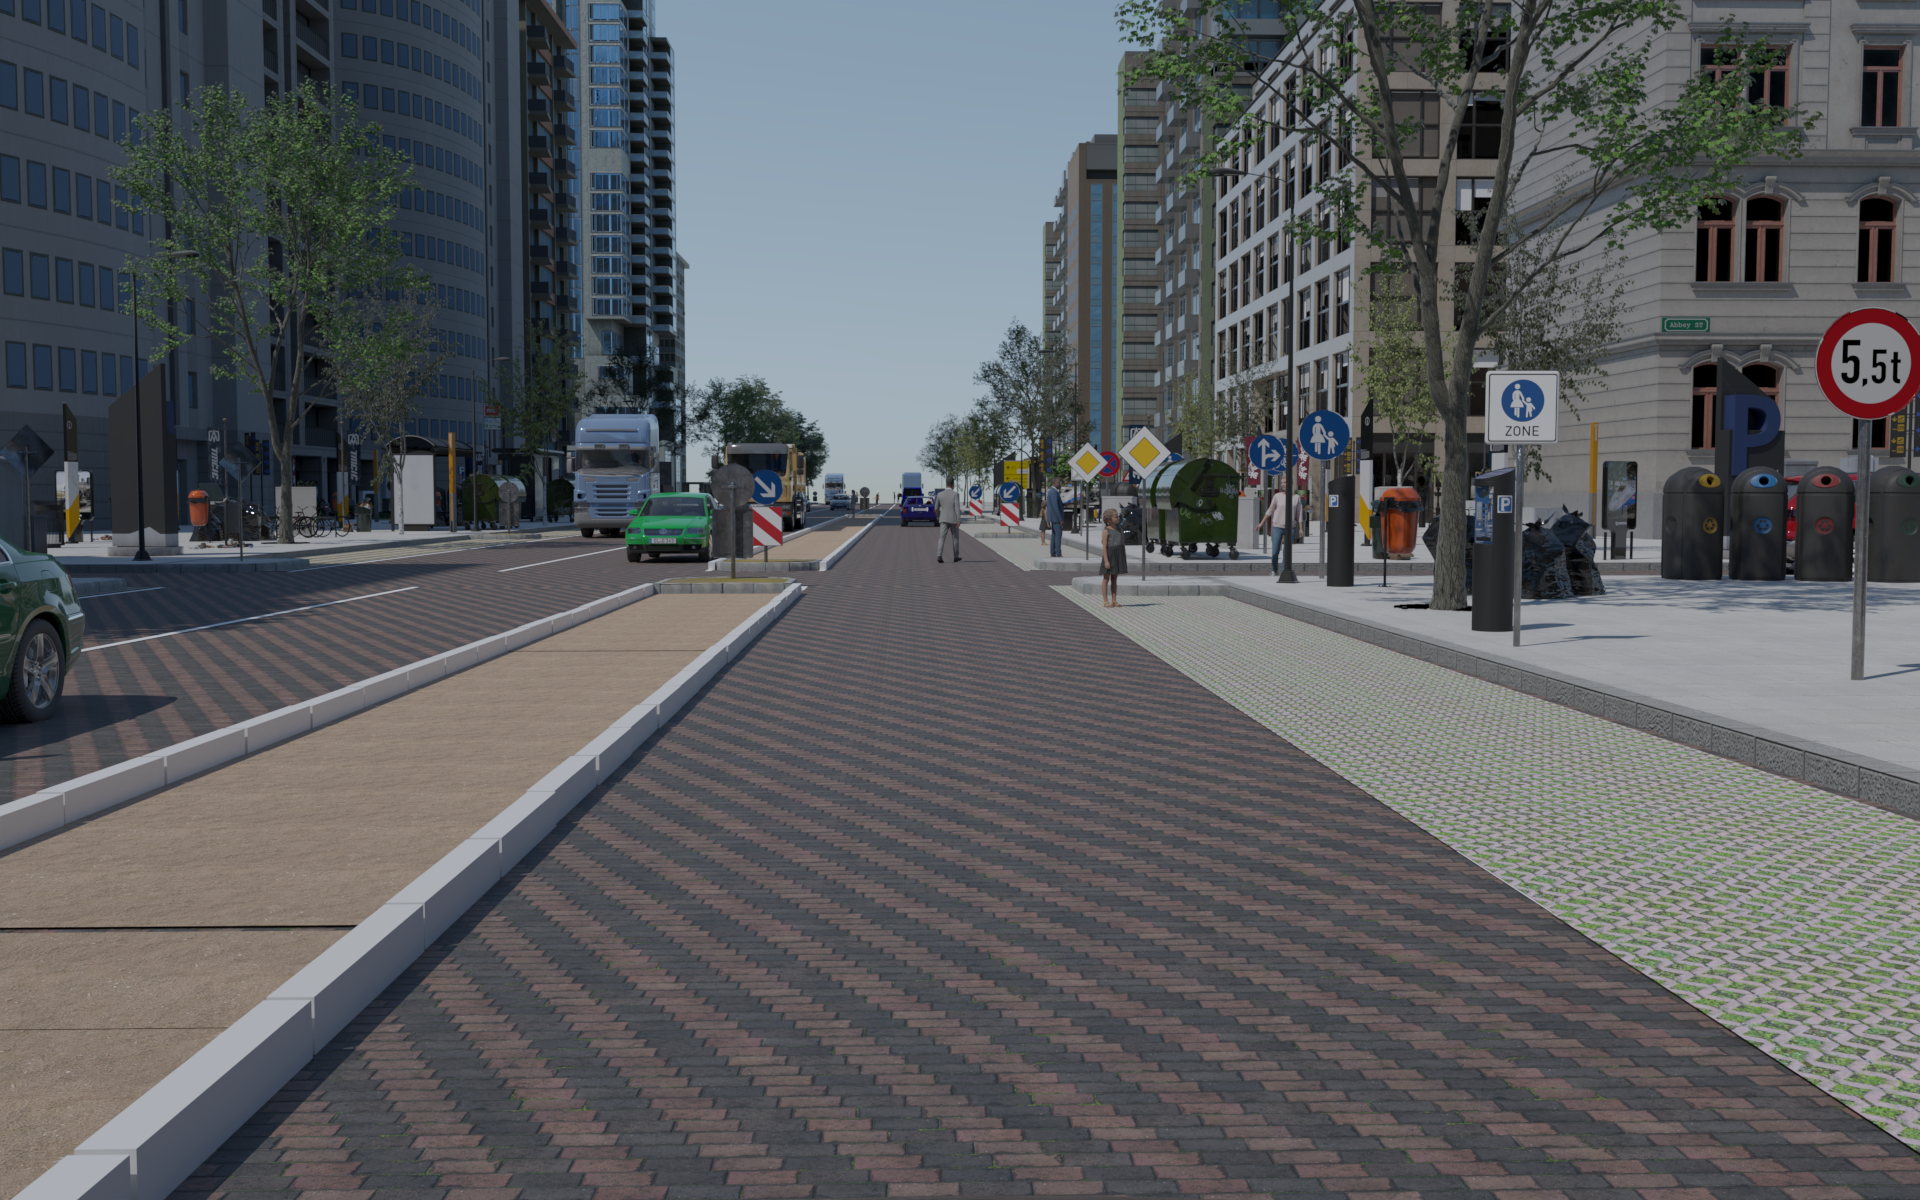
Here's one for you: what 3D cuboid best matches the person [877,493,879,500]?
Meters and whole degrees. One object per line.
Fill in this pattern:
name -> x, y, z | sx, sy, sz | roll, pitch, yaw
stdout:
person -> -11.255, -13.985, 238.616 | 0.415, 1.643, 0.593 | -1, 4, -20

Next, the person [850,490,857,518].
person -> -6.332, -5.702, 102.726 | 0.522, 1.701, 0.512 | -2, 4, -28

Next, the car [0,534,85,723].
car -> -6.607, 0.140, 9.508 | 2.131, 1.459, 4.920 | 0, 4, -3

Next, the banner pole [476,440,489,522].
banner pole -> -21.934, -5.498, 79.901 | 0.401, 3.779, 0.863 | 0, 4, -3

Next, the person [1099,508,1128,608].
person -> 1.947, -0.528, 21.806 | 0.362, 1.253, 0.373 | -2, 4, -31

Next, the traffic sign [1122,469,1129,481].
traffic sign -> 7.073, -4.341, 70.972 | 0.884, 2.594, 0.081 | 0, 4, 6

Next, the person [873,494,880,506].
person -> -9.761, -11.665, 202.485 | 1.065, 1.426, 0.557 | 3, 5, 40

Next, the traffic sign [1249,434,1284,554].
traffic sign -> 6.552, -2.264, 37.120 | 0.768, 2.556, 0.104 | 0, 4, -1

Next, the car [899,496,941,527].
car -> -1.743, -3.937, 76.958 | 1.945, 1.354, 3.894 | 0, 4, 0

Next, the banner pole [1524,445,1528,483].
banner pole -> 14.968, -3.422, 45.964 | 0.401, 3.779, 0.863 | 2, 4, 32

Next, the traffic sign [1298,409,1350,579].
traffic sign -> 5.492, -1.597, 26.210 | 0.768, 2.556, 0.104 | 0, 4, 3

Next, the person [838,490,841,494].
person -> -12.917, -10.802, 185.119 | 0.705, 1.824, 1.348 | 2, 4, 27

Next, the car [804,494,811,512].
car -> -12.946, -7.872, 138.490 | 2.009, 1.686, 4.222 | 0, 4, 0

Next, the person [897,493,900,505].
person -> -8.309, -13.682, 233.674 | 0.415, 1.643, 0.593 | 1, 4, 22

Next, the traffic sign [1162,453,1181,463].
traffic sign -> 6.554, -3.260, 53.413 | 0.768, 2.556, 0.104 | 0, 4, 0

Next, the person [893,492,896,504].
person -> -9.290, -14.580, 247.704 | 0.721, 1.723, 1.217 | 0, 4, -4

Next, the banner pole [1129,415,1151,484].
banner pole -> 5.734, -3.963, 54.813 | 0.863, 3.779, 0.401 | 1, 4, 12

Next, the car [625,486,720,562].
car -> -6.146, -1.779, 37.881 | 1.959, 1.807, 4.718 | 0, 4, -1

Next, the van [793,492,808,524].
van -> -8.112, -4.535, 81.151 | 2.013, 2.044, 4.112 | 0, 4, -2

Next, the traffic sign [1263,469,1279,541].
traffic sign -> 8.531, -2.880, 47.186 | 0.768, 2.556, 0.104 | 0, 4, 0

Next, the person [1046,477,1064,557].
person -> 2.075, -1.762, 37.490 | 0.419, 1.800, 0.721 | -1, 4, -13

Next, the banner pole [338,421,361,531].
banner pole -> -21.084, -4.271, 59.840 | 0.863, 3.779, 0.401 | -3, 4, -38

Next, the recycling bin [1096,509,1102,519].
recycling bin -> 7.503, -4.758, 90.341 | 0.722, 1.027, 0.722 | 1, 4, 20

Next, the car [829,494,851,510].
car -> -10.682, -8.748, 155.025 | 2.014, 1.417, 4.499 | 0, 4, -1

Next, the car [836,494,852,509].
car -> -11.226, -9.702, 168.851 | 2.015, 1.641, 3.980 | 0, 4, -2

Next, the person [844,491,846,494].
person -> -13.677, -12.102, 206.347 | 0.705, 1.826, 1.348 | -2, 4, -25

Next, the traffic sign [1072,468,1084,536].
traffic sign -> 3.687, -3.088, 52.616 | 0.606, 2.300, 0.079 | 0, 4, 0

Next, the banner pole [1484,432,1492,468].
banner pole -> 21.171, -4.838, 69.124 | 0.863, 3.779, 0.401 | 1, 4, 21

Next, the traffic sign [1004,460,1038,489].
traffic sign -> 3.762, -6.773, 104.609 | 2.265, 3.308, 0.079 | 0, 3, 0

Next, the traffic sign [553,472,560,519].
traffic sign -> -20.887, -5.439, 89.029 | 0.768, 2.556, 0.104 | 0, 4, 5

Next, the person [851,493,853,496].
person -> -11.858, -11.325, 193.534 | 0.599, 1.838, 0.709 | -2, 4, -23

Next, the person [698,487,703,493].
person -> -13.354, -4.949, 89.761 | 0.599, 1.781, 0.374 | -1, 4, -11

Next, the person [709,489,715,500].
person -> -15.804, -6.245, 110.572 | 1.348, 1.831, 0.705 | 3, 4, 39

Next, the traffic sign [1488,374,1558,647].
traffic sign -> 4.680, -0.756, 14.496 | 0.606, 2.300, 0.079 | 0, 4, 0

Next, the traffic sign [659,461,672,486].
traffic sign -> -19.116, -6.988, 108.122 | 2.265, 3.308, 0.079 | 0, 4, 2

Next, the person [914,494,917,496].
person -> -3.043, -6.372, 115.903 | 0.599, 1.433, 0.991 | -1, 4, -17

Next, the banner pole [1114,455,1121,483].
banner pole -> 9.929, -7.274, 108.946 | 0.863, 3.779, 0.401 | -3, 5, -44

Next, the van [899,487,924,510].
van -> -4.268, -9.146, 153.913 | 2.240, 2.365, 5.245 | 0, 4, -3

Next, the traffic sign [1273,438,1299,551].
traffic sign -> 7.266, -2.391, 39.200 | 0.768, 2.556, 0.104 | 0, 4, 1

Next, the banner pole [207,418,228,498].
banner pole -> -24.331, -4.092, 56.921 | 0.401, 3.779, 0.863 | 3, 4, 38

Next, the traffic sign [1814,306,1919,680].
traffic sign -> 6.195, -0.720, 11.879 | 0.768, 2.556, 0.104 | 0, 4, -1

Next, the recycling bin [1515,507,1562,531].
recycling bin -> 11.066, -1.270, 33.311 | 0.722, 1.027, 0.722 | -1, 4, -21

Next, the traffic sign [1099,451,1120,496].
traffic sign -> 4.363, -3.130, 51.290 | 0.768, 2.556, 0.104 | 0, 4, 6

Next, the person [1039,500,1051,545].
person -> 2.376, -2.140, 48.164 | 0.373, 1.253, 0.362 | -1, 4, -10

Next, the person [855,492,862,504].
person -> -13.561, -13.400, 228.303 | 1.217, 1.736, 0.721 | -1, 4, -17

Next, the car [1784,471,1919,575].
car -> 16.227, -1.294, 29.834 | 5.304, 1.827, 2.281 | 0, 4, -1

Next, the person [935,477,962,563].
person -> -0.242, -1.678, 36.211 | 0.678, 1.792, 0.850 | 2, 4, 24

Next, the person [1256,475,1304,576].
person -> 5.152, -1.153, 28.030 | 0.731, 1.740, 0.598 | 0, 4, 1

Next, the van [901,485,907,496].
van -> -5.110, -10.826, 181.394 | 2.240, 2.365, 5.245 | 0, 4, -2

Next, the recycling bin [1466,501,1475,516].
recycling bin -> 19.779, -3.313, 66.722 | 0.722, 1.027, 0.722 | -2, 4, -33

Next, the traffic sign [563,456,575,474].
traffic sign -> -20.120, -6.042, 92.665 | 2.265, 3.308, 0.079 | 0, 4, 5
